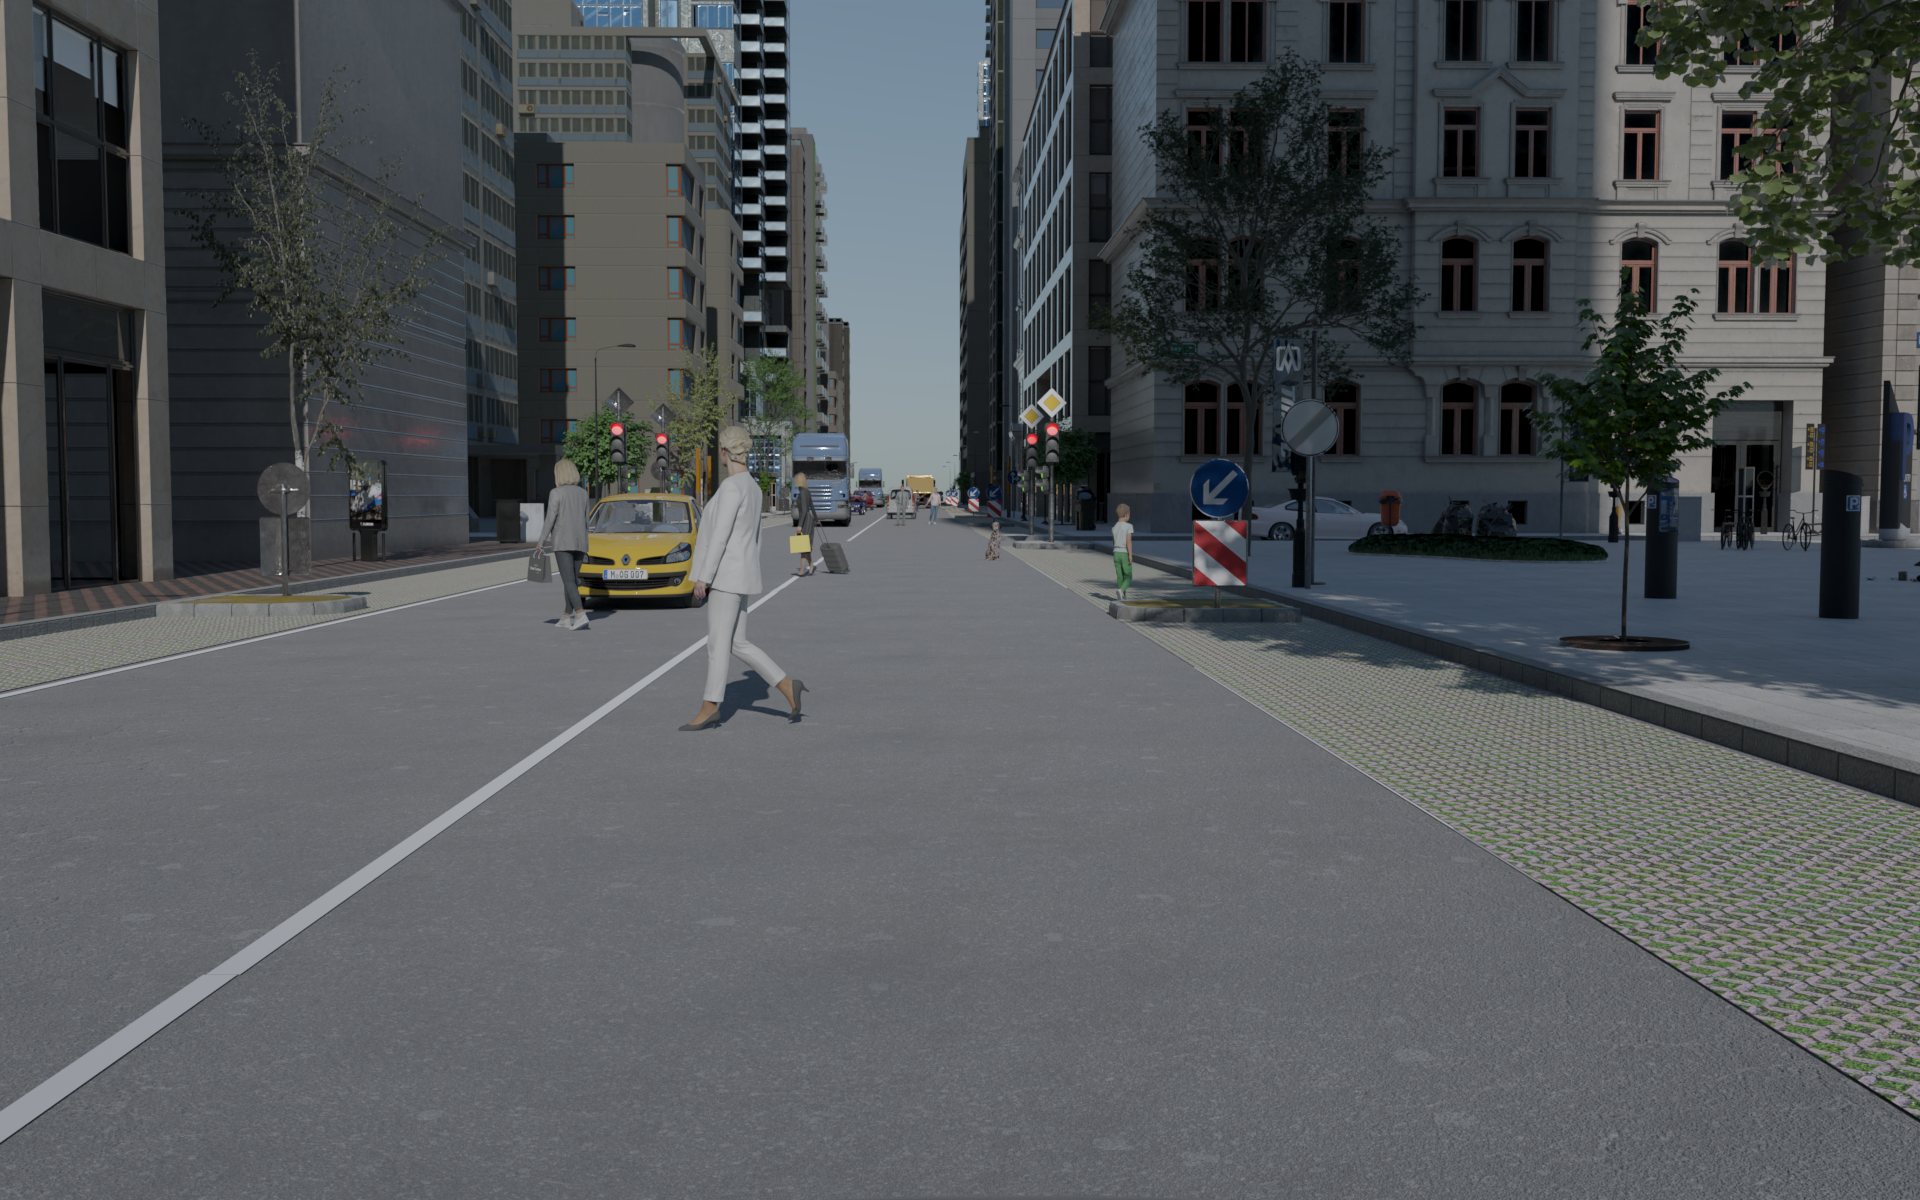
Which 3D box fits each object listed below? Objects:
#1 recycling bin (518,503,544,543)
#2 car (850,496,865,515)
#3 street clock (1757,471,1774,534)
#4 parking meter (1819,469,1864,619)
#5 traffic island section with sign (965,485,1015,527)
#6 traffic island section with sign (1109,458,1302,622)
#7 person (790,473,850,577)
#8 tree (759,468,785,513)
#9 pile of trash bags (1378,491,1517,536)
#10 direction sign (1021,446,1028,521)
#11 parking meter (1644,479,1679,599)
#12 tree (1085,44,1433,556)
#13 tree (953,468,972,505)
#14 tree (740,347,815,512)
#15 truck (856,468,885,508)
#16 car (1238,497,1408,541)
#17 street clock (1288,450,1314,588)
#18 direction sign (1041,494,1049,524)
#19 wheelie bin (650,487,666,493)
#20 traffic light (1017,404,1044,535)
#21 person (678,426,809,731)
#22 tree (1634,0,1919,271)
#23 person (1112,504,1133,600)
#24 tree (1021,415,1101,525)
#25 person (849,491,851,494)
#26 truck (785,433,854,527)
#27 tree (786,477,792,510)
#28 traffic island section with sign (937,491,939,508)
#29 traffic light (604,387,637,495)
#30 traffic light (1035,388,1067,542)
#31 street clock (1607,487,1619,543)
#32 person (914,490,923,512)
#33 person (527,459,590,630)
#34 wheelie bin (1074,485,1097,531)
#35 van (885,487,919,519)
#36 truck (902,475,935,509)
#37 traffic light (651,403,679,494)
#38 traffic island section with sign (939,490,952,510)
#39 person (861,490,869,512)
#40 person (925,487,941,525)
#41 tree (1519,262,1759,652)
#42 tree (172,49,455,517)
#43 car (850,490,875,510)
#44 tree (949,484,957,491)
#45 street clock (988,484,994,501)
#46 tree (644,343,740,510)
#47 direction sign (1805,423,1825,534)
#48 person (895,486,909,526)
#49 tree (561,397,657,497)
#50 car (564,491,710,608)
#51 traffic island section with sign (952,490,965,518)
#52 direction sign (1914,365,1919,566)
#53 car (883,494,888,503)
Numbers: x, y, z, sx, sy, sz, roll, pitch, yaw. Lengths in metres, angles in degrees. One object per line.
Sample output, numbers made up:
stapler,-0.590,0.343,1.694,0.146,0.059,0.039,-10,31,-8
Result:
recycling bin,-11.539,-2.061,46.249,0.722,1.027,0.722,-2,4,-27
car,-7.402,-6.445,117.954,1.945,1.354,3.894,0,4,0
street clock,25.558,-3.085,55.010,0.471,2.002,0.358,1,4,19
parking meter,9.105,-0.580,17.901,0.372,1.533,0.369,0,3,0
traffic island section with sign,1.356,-4.129,76.131,1.989,1.847,2.006,0,4,-1
traffic island section with sign,2.776,-0.704,20.143,1.989,1.847,2.006,0,4,-1
person,-2.484,-1.324,30.364,0.699,1.804,1.509,3,5,40
tree,-13.408,-7.575,118.450,1.663,3.219,1.824,0,3,0
pile of trash bags,12.408,-2.103,44.129,3.447,1.369,1.912,1,4,15
direction sign,3.071,-5.522,82.277,0.379,3.537,0.876,-1,4,-11
parking meter,8.629,-0.788,21.295,0.372,1.533,0.369,0,3,0
tree,6.199,-6.182,35.494,7.601,10.594,8.767,-1,4,-17
tree,0.730,-13.983,212.335,4.285,4.588,4.351,0,3,0
tree,-14.088,-12.116,123.852,9.928,11.665,9.643,0,3,0
truck,-9.442,-12.020,186.290,2.967,4.110,18.799,0,4,-1
car,10.365,-2.277,49.593,4.827,1.381,2.083,0,4,-1
street clock,4.671,-1.174,23.763,0.358,2.002,0.471,0,4,2
direction sign,3.670,-5.050,74.560,0.876,3.537,0.379,0,4,5
wheelie bin,-13.888,-4.374,79.426,0.980,1.594,0.693,1,4,19
traffic light,2.204,-3.973,53.878,0.839,4.253,0.868,0,4,-1
person,-1.318,-0.134,10.562,0.818,1.842,0.514,-1,4,-13
tree,6.569,-5.437,7.023,7.486,12.596,7.792,0,3,0
person,2.094,-0.588,22.368,0.306,1.304,0.590,1,4,20
tree,4.163,-5.384,71.749,4.285,4.588,4.351,0,3,0
person,-12.671,-11.681,199.452,1.348,1.831,0.705,1,4,21
truck,-6.475,-5.684,82.692,2.967,4.110,18.799,0,4,-3
tree,-13.613,-9.015,142.004,1.663,3.219,1.824,0,3,0
traffic island section with sign,-1.309,-10.540,180.955,1.989,1.847,2.006,0,4,-1
traffic light,-8.950,-3.466,45.592,0.839,4.253,0.868,0,4,-1
traffic light,2.407,-3.485,45.895,0.839,4.253,0.868,0,4,-1
street clock,17.271,-2.518,45.735,0.471,2.002,0.358,-2,4,-34
person,-3.377,-8.143,142.174,0.750,1.759,0.617,-1,4,-21
person,-4.193,-0.588,18.305,0.728,1.800,0.709,3,5,44
wheelie bin,4.400,-3.239,60.870,0.693,1.594,0.980,-1,4,-20
van,-3.355,-5.670,99.715,2.013,2.044,4.112,0,4,0
truck,-4.073,-10.852,173.349,3.469,3.379,9.791,0,4,-3
traffic light,-9.153,-3.954,53.574,0.839,4.253,0.868,0,4,-1
traffic island section with sign,-0.626,-8.892,154.008,1.989,1.847,2.006,0,4,-1
person,-7.709,-7.968,139.488,0.721,1.736,1.217,2,4,31
person,-1.306,-4.418,81.411,0.731,1.740,0.598,-2,4,-26
tree,5.596,-1.226,14.644,1.663,3.219,1.824,0,3,0
tree,-11.118,-4.851,29.671,4.360,8.622,3.978,0,3,0
car,-8.712,-8.918,154.484,2.281,1.827,5.304,0,4,-3
tree,-0.910,-17.054,273.426,1.663,3.219,1.824,0,3,0
street clock,2.190,-7.103,120.696,0.471,2.002,0.358,0,4,1
tree,-12.715,-8.136,83.390,4.737,8.622,4.395,0,3,0
direction sign,27.464,-3.895,55.673,0.876,3.537,0.379,-2,4,-27
person,-2.632,-4.263,78.304,0.635,1.810,0.391,0,4,-2
tree,-11.777,-4.576,58.527,4.285,4.588,4.351,0,3,0
car,-4.160,-0.778,22.949,2.015,1.641,3.980,0,4,-3
traffic island section with sign,0.675,-5.786,103.230,1.989,1.847,2.006,0,4,-1
direction sign,17.209,-2.370,30.741,0.876,3.537,0.379,-2,4,-33
car,-10.112,-13.453,228.759,1.959,1.807,4.718,0,4,-3
